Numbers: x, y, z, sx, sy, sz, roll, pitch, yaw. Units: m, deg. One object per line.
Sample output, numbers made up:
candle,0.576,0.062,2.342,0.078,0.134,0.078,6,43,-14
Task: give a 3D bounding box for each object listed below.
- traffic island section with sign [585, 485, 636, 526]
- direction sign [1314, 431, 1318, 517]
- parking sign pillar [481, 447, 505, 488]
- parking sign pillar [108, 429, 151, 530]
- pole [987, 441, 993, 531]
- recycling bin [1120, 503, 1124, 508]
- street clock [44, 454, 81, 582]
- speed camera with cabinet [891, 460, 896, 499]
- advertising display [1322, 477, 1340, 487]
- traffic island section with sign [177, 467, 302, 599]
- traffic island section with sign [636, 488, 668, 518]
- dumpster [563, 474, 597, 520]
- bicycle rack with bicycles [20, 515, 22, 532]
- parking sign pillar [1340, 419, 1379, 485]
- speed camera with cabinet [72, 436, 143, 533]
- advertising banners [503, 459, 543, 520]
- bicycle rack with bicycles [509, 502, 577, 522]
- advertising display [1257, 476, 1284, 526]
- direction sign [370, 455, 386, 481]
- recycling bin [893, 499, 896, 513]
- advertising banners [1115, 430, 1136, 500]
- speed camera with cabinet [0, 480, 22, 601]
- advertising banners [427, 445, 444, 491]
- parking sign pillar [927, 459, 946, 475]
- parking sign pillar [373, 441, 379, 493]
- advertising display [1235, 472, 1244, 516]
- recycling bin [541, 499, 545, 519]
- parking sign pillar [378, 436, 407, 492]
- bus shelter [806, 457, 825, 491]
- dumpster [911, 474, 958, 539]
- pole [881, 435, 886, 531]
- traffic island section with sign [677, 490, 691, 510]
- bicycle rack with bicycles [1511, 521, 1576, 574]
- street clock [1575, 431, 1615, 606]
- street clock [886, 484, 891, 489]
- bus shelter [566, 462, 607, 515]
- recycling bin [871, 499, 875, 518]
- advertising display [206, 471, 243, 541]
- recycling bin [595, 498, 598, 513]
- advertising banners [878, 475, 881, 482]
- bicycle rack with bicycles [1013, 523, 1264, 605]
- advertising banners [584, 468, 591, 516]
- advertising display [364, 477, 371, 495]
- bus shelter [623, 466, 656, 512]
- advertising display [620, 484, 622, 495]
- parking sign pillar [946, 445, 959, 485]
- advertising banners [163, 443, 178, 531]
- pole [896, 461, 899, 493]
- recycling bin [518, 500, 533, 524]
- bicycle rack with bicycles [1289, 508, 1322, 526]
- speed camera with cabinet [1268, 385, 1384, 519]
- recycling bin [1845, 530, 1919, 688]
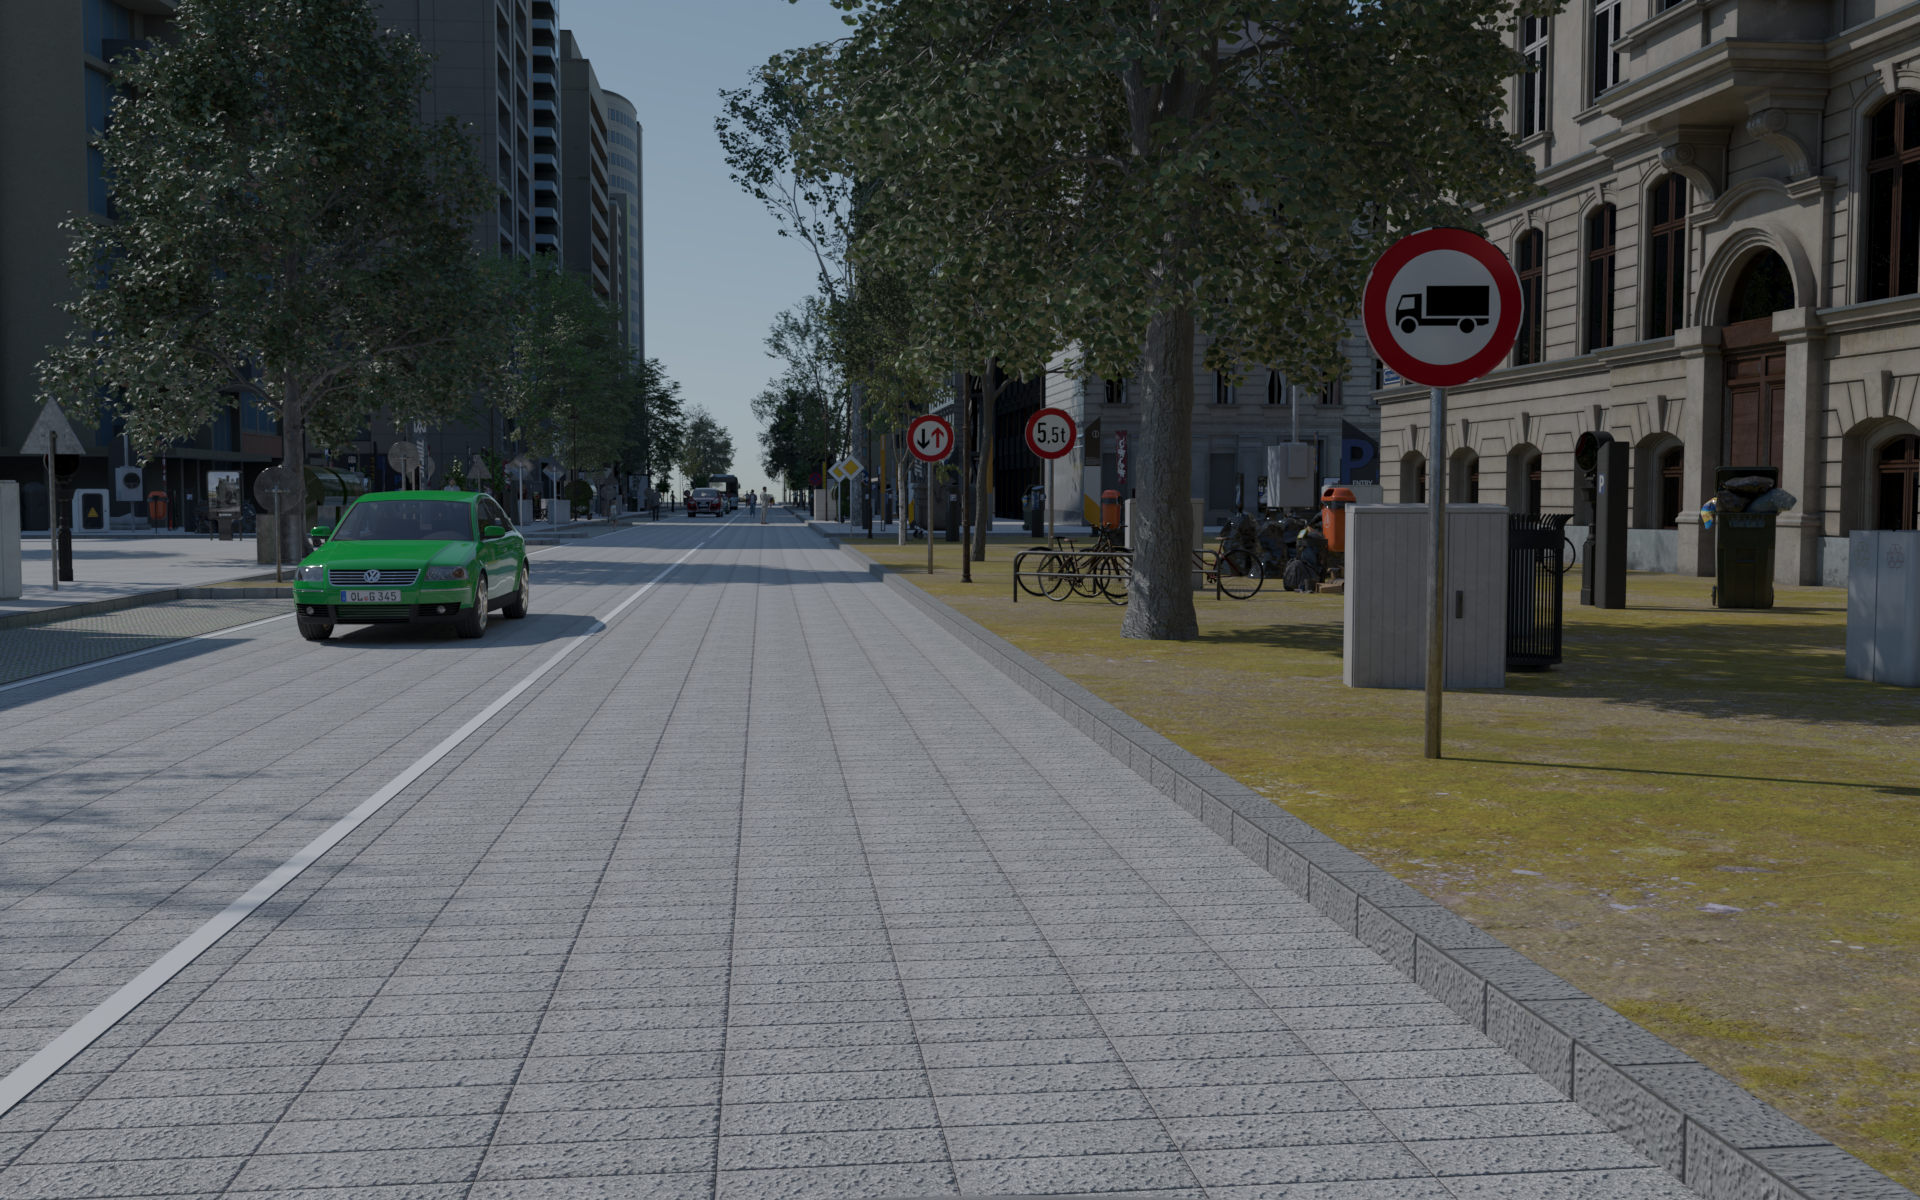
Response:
traffic island section with sign,-15.641,-4.194,77.194,1.989,1.847,2.006,0,4,-6
direction sign,12.912,-4.334,62.860,0.379,3.537,0.876,0,4,5
parking sign pillar,-26.854,-6.805,99.736,1.447,3.967,1.447,-1,4,-21
parking sign pillar,-29.799,-4.496,61.982,1.447,3.967,1.447,1,4,18
pole,1.019,-4.030,59.736,0.158,3.312,0.155,0,3,0
recycling bin,4.581,-2.214,48.753,0.722,1.027,0.722,-1,4,-20
street clock,-13.169,-1.277,25.449,0.471,2.002,0.358,-2,4,-32
speed camera with cabinet,-3.671,-6.435,99.550,0.660,3.252,2.038,0,4,-1
advertising display,14.087,-3.658,65.022,0.974,1.923,0.123,0,4,-2
traffic island section with sign,-9.724,-0.968,24.461,1.989,1.847,2.006,0,4,-6
traffic island section with sign,-18.787,-5.900,105.091,1.989,1.847,2.006,0,4,-6
dumpster,-18.767,-5.077,85.509,1.502,2.255,1.985,0,4,-6
bicycle rack with bicycles,-32.531,-2.675,57.120,2.852,0.926,2.925,0,4,0
parking sign pillar,14.177,-4.468,61.518,1.447,3.967,1.447,2,4,24
speed camera with cabinet,-28.243,-3.855,57.363,2.038,3.252,0.660,-3,5,-44
advertising banners,-21.942,-5.543,86.810,2.074,3.025,0.090,0,4,3
bicycle rack with bicycles,-19.073,-4.007,78.897,2.925,0.926,2.852,0,4,-5
advertising display,11.201,-3.493,62.330,0.974,1.923,0.123,0,4,7
direction sign,-33.843,-6.654,100.782,0.876,3.537,0.379,0,4,-6
recycling bin,-3.627,-5.172,97.113,0.722,1.027,0.722,0,4,8
advertising banners,4.838,-3.104,46.932,0.090,3.025,2.074,-2,4,-32
speed camera with cabinet,-12.120,-1.582,20.199,0.660,3.252,2.038,2,4,29
advertising banners,-18.641,-4.002,61.617,0.090,3.025,2.074,-3,4,-37
parking sign pillar,-1.639,-5.829,83.774,1.447,3.967,1.447,1,4,9
parking sign pillar,-29.966,-6.174,89.410,1.447,3.967,1.447,-1,4,-13
advertising display,8.304,-2.827,51.438,0.123,1.923,0.974,0,4,1
recycling bin,-21.165,-4.673,88.957,0.722,1.027,0.722,3,5,43
parking sign pillar,-25.913,-5.616,80.301,1.447,3.967,1.447,0,4,-6
bus shelter,-9.206,-7.503,113.960,1.731,3.624,6.357,0,4,-6
dumpster,-0.710,-2.707,50.019,1.264,1.857,1.865,0,4,-6
pole,-2.638,-4.008,59.379,0.158,3.312,0.155,0,3,0
traffic island section with sign,-24.491,-9.009,155.922,1.989,1.847,2.006,0,4,-6
bicycle rack with bicycles,8.404,-0.892,27.960,2.925,0.926,2.852,1,4,12
street clock,7.294,-0.939,19.927,0.358,2.002,0.471,-1,4,-14
street clock,-5.139,-7.413,125.770,0.358,2.002,0.471,-3,5,-40
bus shelter,-23.503,-7.058,109.320,2.014,3.302,5.546,0,4,-6
recycling bin,-5.051,-5.033,94.846,0.722,1.027,0.722,0,4,-6
advertising display,-20.226,-2.597,47.668,0.974,1.923,0.123,0,4,6
recycling bin,-23.964,-6.323,115.929,0.722,1.027,0.722,-3,5,-43
advertising banners,-4.947,-7.852,124.562,2.074,3.025,0.090,0,4,2
bicycle rack with bicycles,1.834,-0.456,20.845,2.925,0.926,2.852,3,4,38
advertising banners,-21.658,-6.392,100.696,0.090,3.025,2.074,0,4,-1
advertising display,-22.889,-3.742,66.398,0.974,1.923,0.123,3,5,40
bus shelter,-23.885,-8.283,129.356,2.014,3.302,5.546,0,4,-6
advertising display,-22.216,-6.621,113.463,0.123,1.923,0.974,-1,4,-9
parking sign pillar,-0.486,-6.459,94.084,1.447,3.967,1.447,1,4,21
advertising banners,-27.544,-3.924,60.344,0.090,3.025,2.074,-1,4,-12
pole,-3.440,-6.236,95.796,0.158,3.312,0.155,0,3,0
recycling bin,-19.131,-3.856,75.599,0.722,1.027,0.722,1,4,10
bicycle rack with bicycles,9.741,-1.947,45.216,2.852,0.926,2.925,0,4,7
speed camera with cabinet,6.654,-2.274,31.512,2.038,3.252,0.660,-1,4,-13
recycling bin,6.590,0.045,11.818,0.722,1.027,0.722,0,4,-6
